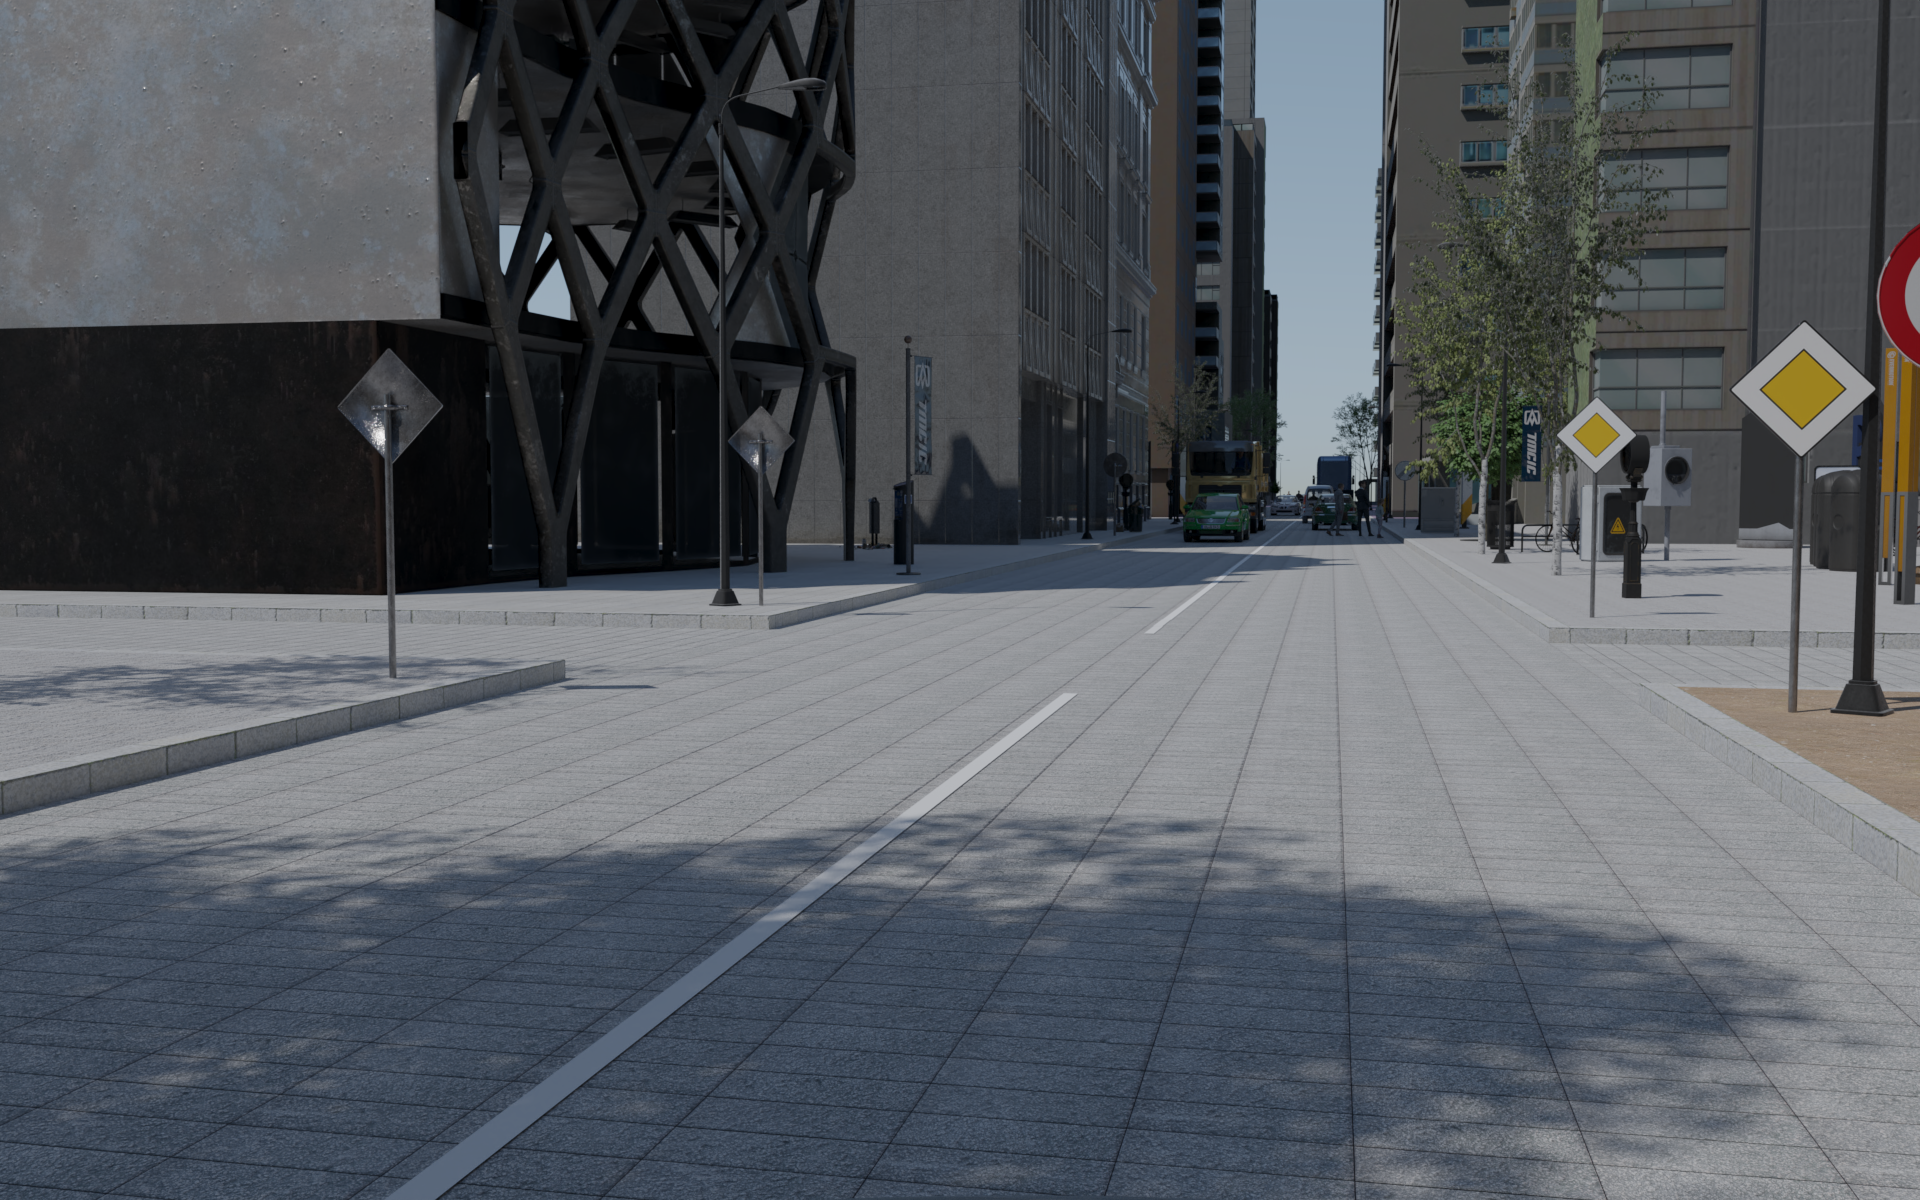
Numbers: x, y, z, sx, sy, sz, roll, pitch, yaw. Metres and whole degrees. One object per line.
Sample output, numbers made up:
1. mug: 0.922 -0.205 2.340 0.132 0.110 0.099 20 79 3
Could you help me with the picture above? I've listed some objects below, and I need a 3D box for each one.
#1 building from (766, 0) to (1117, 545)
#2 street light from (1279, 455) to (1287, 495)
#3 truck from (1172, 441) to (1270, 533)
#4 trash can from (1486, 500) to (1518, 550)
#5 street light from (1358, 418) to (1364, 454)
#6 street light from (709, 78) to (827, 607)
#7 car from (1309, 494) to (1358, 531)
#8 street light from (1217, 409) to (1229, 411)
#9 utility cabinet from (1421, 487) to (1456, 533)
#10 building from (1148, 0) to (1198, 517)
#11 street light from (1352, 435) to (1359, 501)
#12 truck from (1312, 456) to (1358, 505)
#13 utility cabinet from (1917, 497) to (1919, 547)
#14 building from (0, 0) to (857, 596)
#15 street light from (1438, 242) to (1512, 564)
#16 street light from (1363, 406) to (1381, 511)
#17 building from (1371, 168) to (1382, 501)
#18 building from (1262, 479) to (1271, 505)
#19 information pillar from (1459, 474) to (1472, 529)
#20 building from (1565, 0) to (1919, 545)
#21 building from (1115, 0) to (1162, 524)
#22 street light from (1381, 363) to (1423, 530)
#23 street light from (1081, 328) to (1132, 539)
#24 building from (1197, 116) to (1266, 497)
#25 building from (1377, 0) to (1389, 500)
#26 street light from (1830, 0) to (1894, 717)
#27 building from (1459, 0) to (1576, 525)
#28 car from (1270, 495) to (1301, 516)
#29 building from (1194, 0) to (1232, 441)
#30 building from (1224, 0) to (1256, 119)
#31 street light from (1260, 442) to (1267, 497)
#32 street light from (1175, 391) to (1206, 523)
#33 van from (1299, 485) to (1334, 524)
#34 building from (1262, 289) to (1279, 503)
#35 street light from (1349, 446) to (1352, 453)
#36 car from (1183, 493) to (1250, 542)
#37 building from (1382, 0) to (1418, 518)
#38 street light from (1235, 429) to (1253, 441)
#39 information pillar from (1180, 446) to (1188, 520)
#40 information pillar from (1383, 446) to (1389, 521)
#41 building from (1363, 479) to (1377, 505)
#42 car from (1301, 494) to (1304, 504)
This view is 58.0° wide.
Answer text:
1. building: -2.334 -14.416 53.718 12.078 24.808 19.932 1 4 12
2. street light: 37.612 -14.233 205.244 1.470 5.913 1.316 1 4 12
3. truck: 10.097 -4.242 65.280 3.469 3.379 9.791 1 4 13
4. trash can: 12.493 -1.735 40.019 0.748 1.137 0.748 0 3 0
5. street light: 25.192 -8.134 105.536 1.470 5.913 1.316 1 4 12
6. street light: -2.172 -2.879 19.620 1.470 5.913 1.316 1 4 12
7. car: 15.095 -3.541 69.686 2.131 1.459 4.920 1 4 12
8. street light: 13.964 -7.479 94.820 1.470 5.913 1.316 1 4 12
9. utility cabinet: 15.707 -2.936 56.678 1.173 1.500 0.318 1 4 23
10. building: 6.403 -27.611 101.546 14.600 45.320 14.200 1 4 12
11. street light: 31.523 -9.937 135.008 1.470 5.913 1.316 1 4 12
12. truck: 25.254 -7.736 116.243 2.967 4.110 18.799 1 4 11
13. utility cabinet: 23.636 -1.887 42.012 1.020 1.237 0.306 0 4 -3
14. building: -10.596 -9.973 30.504 16.820 18.784 16.811 1 4 12
15. street light: 9.500 -3.637 32.008 1.470 5.913 1.316 1 4 12
16. street light: 22.198 -7.269 91.392 1.470 5.913 1.316 1 4 12
17. building: 66.049 -37.236 228.409 23.786 49.044 30.456 1 4 12
18. building: 20.368 -31.362 204.656 32.217 40.220 23.993 1 4 12
19. information pillar: 18.770 -4.453 64.156 0.504 3.616 0.183 -2 4 -28
20. building: 24.644 -22.338 48.820 14.154 41.232 14.086 1 4 12
21. building: 0.906 -17.581 73.346 13.634 28.700 20.117 1 4 12
22. street light: 15.828 -5.444 61.553 1.470 5.913 1.316 1 4 12
23. street light: 4.132 -4.665 48.812 1.470 5.913 1.316 1 4 12
24. building: 24.981 -30.619 184.207 14.154 41.232 14.086 1 4 12
25. building: 46.671 -37.026 147.375 21.231 58.520 28.212 1 4 12
26. street light: 4.758 -2.297 10.090 1.470 5.913 1.316 1 4 12
27. building: 37.327 -23.465 75.529 32.217 40.220 23.993 1 4 12
28. car: 21.921 -6.369 116.492 2.083 1.381 4.827 1 4 14
29. building: 12.487 -51.037 147.120 22.319 86.520 31.000 1 4 12
30. building: 29.871 -48.113 224.896 20.563 71.187 20.611 1 4 12
31. street light: 26.462 -11.058 153.342 1.470 5.913 1.316 1 4 12
32. street light: 10.350 -6.446 77.931 1.470 5.913 1.316 1 4 12
33. van: 17.746 -4.797 85.439 2.013 2.044 4.112 1 4 12
34. building: 37.105 -28.784 242.313 14.160 30.474 14.107 1 4 12
35. street light: 38.083 -11.809 165.611 1.470 5.913 1.316 1 4 12
36. car: 7.854 -2.694 52.845 1.959 1.807 4.718 1 4 13
37. building: 36.264 -29.215 101.372 21.300 48.544 21.600 1 4 12
38. street light: 20.238 -9.266 124.038 1.470 5.913 1.316 1 4 12
39. information pillar: 10.890 -5.680 84.220 0.183 3.616 0.504 -2 4 -27
40. information pillar: 20.636 -5.661 83.913 0.183 3.616 0.504 -1 4 -11
41. building: 63.638 -31.164 201.405 32.217 40.220 23.993 1 4 12
42. car: 44.259 -12.958 223.867 2.014 1.417 4.499 1 4 10
